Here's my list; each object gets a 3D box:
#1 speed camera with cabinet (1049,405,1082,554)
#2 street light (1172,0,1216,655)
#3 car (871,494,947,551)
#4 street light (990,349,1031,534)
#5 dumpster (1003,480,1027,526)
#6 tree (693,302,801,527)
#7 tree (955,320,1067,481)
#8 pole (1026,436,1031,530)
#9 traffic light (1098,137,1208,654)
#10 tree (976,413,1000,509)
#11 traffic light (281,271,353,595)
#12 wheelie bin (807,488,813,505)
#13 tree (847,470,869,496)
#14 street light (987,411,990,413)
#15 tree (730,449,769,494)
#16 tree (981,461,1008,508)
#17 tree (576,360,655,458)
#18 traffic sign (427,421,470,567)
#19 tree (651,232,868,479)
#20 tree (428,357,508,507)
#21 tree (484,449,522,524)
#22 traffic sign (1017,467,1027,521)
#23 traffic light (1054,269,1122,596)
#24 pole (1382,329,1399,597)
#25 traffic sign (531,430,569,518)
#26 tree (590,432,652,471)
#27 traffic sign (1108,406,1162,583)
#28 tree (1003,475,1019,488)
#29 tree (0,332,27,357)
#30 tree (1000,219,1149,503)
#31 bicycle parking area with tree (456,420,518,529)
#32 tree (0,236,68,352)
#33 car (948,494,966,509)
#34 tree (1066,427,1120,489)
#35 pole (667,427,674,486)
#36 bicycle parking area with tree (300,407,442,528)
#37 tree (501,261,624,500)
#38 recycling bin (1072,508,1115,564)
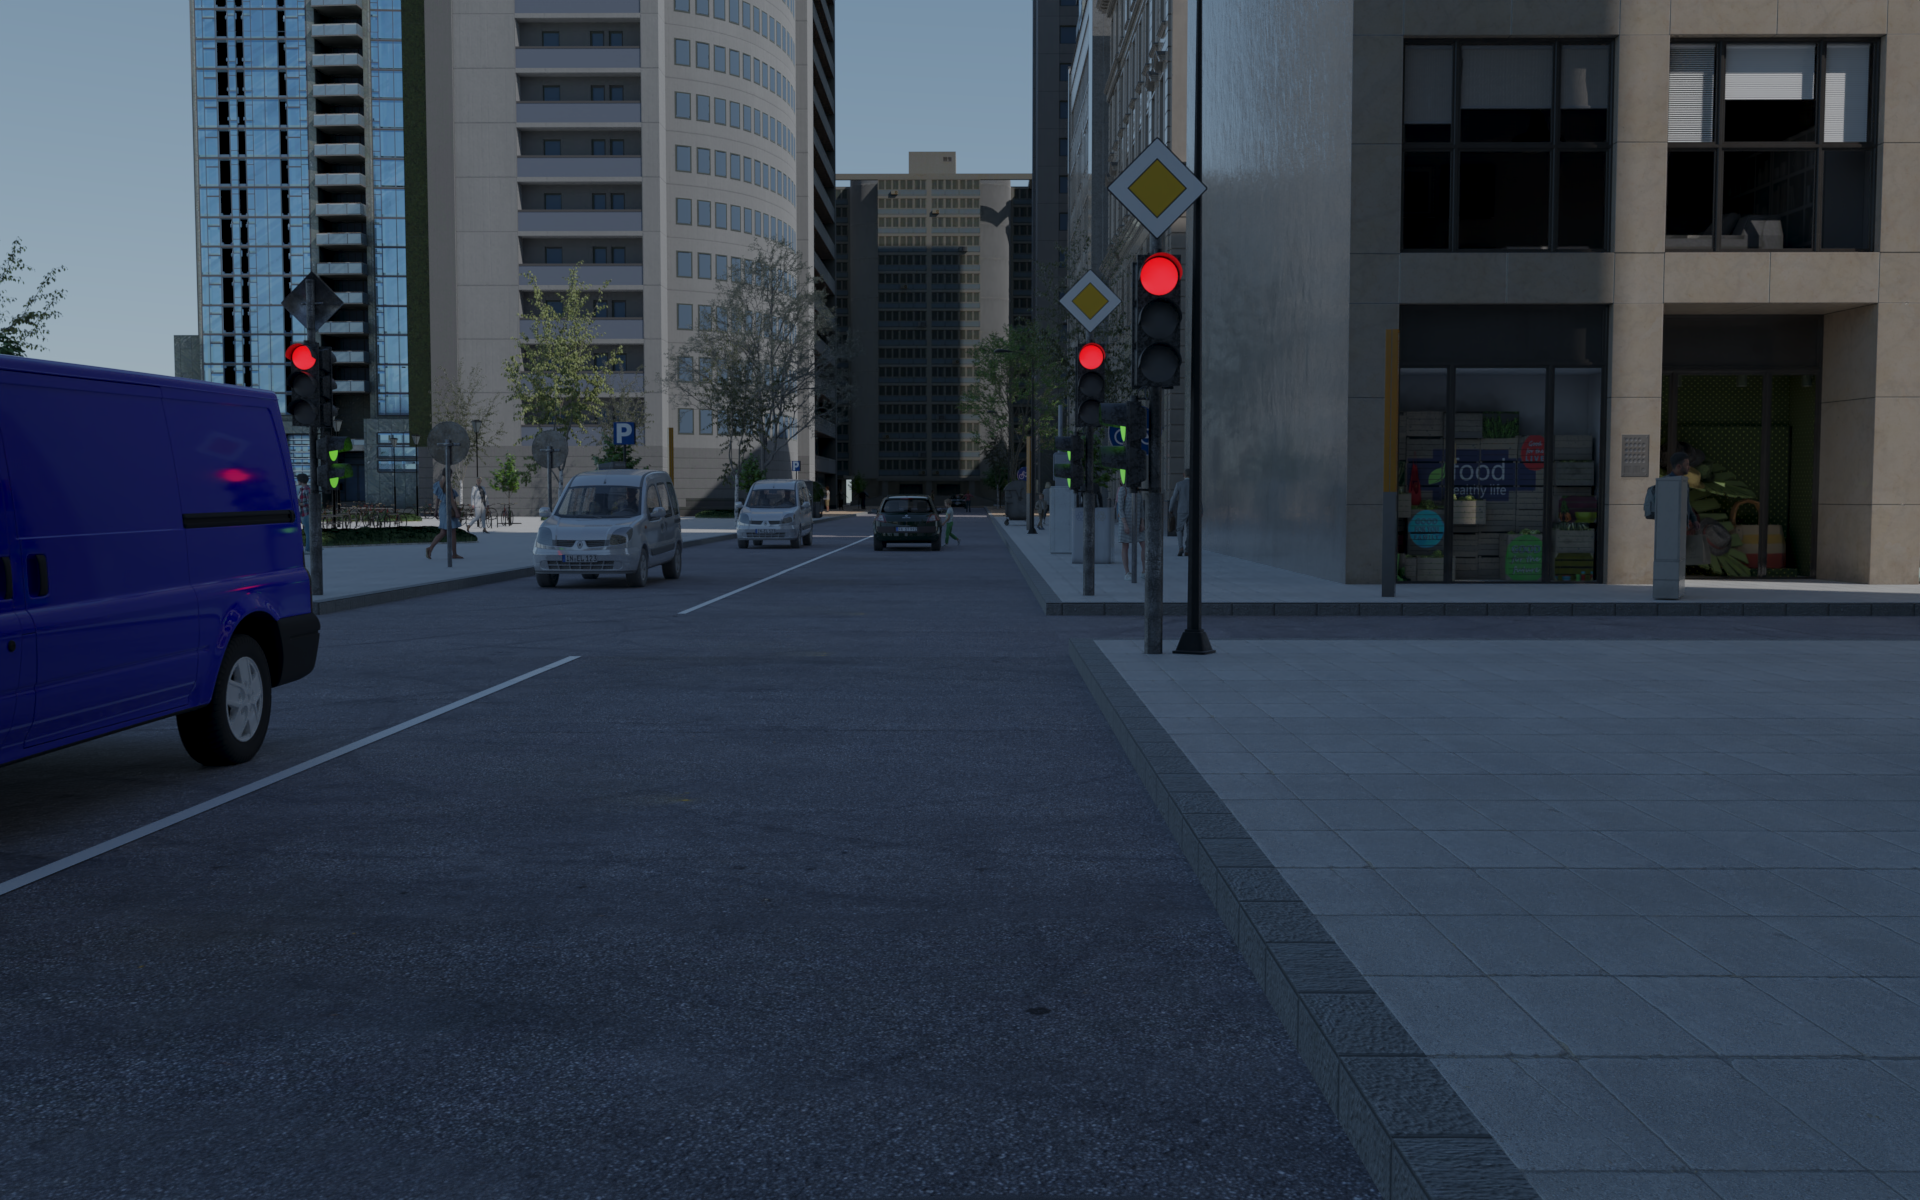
[{"bbox_3d":[2.328,-2.662,37.866,0.660,3.252,2.038,0,4,8],"label":"speed camera with cabinet"},{"bbox_3d":[1.348,-2.524,13.811,1.470,5.913,1.316,0,4,1],"label":"street light"},{"bbox_3d":[-1.342,-2.158,45.077,2.009,1.686,4.222,0,4,0],"label":"car"},{"bbox_3d":[1.791,-5.080,55.604,1.470,5.913,1.316,0,4,1],"label":"street light"},{"bbox_3d":[2.415,-3.980,70.824,1.264,1.857,1.865,0,4,1],"label":"dumpster"},{"bbox_3d":[-8.544,-7.156,67.369,4.360,8.622,3.978,0,3,0],"label":"tree"},{"bbox_3d":[3.239,-10.881,103.667,9.928,11.665,9.643,0,3,0],"label":"tree"},{"bbox_3d":[2.466,-4.129,61.348,0.158,3.312,0.155,0,3,0],"label":"pole"},{"bbox_3d":[1.538,-1.523,13.822,0.839,4.253,0.868,0,4,1],"label":"traffic light"},{"bbox_3d":[3.272,-12.032,147.090,4.360,8.622,3.978,0,3,0],"label":"tree"},{"bbox_3d":[-8.150,-2.016,21.881,0.839,4.253,0.868,0,4,1],"label":"traffic light"},{"bbox_3d":[-8.072,-4.975,89.248,0.693,1.594,0.980,2,4,33],"label":"wheelie bin"},{"bbox_3d":[-8.122,-8.706,136.940,1.663,3.219,1.824,0,3,0],"label":"tree"},{"bbox_3d":[2.181,-7.589,96.621,1.470,5.913,1.316,0,4,1],"label":"street light"},{"bbox_3d":[-8.961,-4.821,73.421,1.663,3.219,1.824,0,3,0],"label":"tree"},{"bbox_3d":[3.756,-10.675,158.244,4.285,4.588,4.351,0,3,0],"label":"tree"},{"bbox_3d":[-18.282,-8.746,93.353,4.360,8.622,3.978,0,3,0],"label":"tree"},{"bbox_3d":[-8.963,-1.850,30.353,0.768,2.556,0.104,0,4,5],"label":"traffic sign"},{"bbox_3d":[-9.056,-10.417,80.694,12.009,13.543,11.850,0,3,0],"label":"tree"},{"bbox_3d":[-27.035,-8.806,94.346,4.360,8.622,3.978,0,3,0],"label":"tree"},{"bbox_3d":[-19.282,-4.867,74.171,1.663,3.219,1.824,0,3,0],"label":"tree"},{"bbox_3d":[3.060,-4.946,80.979,0.768,2.556,0.104,0,4,6],"label":"traffic sign"},{"bbox_3d":[1.611,-2.011,21.807,0.839,4.253,0.868,0,4,1],"label":"traffic light"},{"bbox_3d":[5.355,-1.694,21.537,0.158,3.312,0.155,0,3,0],"label":"pole"},{"bbox_3d":[-8.174,-2.105,34.516,0.768,2.556,0.104,1,4,8],"label":"traffic sign"},{"bbox_3d":[-9.212,-3.211,47.098,1.663,3.219,1.824,0,3,0],"label":"tree"},{"bbox_3d":[2.508,-1.513,24.849,0.768,2.556,0.104,1,4,9],"label":"traffic sign"},{"bbox_3d":[4.090,-8.113,127.244,1.663,3.219,1.824,0,3,0],"label":"tree"},{"bbox_3d":[-17.341,-2.797,29.451,4.285,4.588,4.351,0,3,0],"label":"tree"},{"bbox_3d":[3.604,-5.938,47.443,4.360,8.622,3.978,0,3,0],"label":"tree"},{"bbox_3d":[-21.298,-4.871,66.643,8.231,4.147,9.016,0,4,5],"label":"bicycle parking area with tree"},{"bbox_3d":[-21.071,-5.223,35.755,4.360,8.622,3.978,0,3,0],"label":"tree"},{"bbox_3d":[-0.181,-9.806,170.118,2.009,1.686,4.222,0,4,1],"label":"car"},{"bbox_3d":[3.285,-2.987,43.447,1.663,3.219,1.824,0,3,0],"label":"tree"},{"bbox_3d":[-8.871,-3.626,53.133,0.158,3.312,0.155,0,3,0],"label":"pole"},{"bbox_3d":[-23.191,-4.276,56.918,8.231,4.147,9.016,1,4,19],"label":"bicycle parking area with tree"},{"bbox_3d":[-12.780,-6.414,55.238,4.737,8.622,4.395,0,3,0],"label":"tree"},{"bbox_3d":[2.475,-1.199,32.159,0.722,1.027,0.722,1,4,11],"label":"recycling bin"}]
